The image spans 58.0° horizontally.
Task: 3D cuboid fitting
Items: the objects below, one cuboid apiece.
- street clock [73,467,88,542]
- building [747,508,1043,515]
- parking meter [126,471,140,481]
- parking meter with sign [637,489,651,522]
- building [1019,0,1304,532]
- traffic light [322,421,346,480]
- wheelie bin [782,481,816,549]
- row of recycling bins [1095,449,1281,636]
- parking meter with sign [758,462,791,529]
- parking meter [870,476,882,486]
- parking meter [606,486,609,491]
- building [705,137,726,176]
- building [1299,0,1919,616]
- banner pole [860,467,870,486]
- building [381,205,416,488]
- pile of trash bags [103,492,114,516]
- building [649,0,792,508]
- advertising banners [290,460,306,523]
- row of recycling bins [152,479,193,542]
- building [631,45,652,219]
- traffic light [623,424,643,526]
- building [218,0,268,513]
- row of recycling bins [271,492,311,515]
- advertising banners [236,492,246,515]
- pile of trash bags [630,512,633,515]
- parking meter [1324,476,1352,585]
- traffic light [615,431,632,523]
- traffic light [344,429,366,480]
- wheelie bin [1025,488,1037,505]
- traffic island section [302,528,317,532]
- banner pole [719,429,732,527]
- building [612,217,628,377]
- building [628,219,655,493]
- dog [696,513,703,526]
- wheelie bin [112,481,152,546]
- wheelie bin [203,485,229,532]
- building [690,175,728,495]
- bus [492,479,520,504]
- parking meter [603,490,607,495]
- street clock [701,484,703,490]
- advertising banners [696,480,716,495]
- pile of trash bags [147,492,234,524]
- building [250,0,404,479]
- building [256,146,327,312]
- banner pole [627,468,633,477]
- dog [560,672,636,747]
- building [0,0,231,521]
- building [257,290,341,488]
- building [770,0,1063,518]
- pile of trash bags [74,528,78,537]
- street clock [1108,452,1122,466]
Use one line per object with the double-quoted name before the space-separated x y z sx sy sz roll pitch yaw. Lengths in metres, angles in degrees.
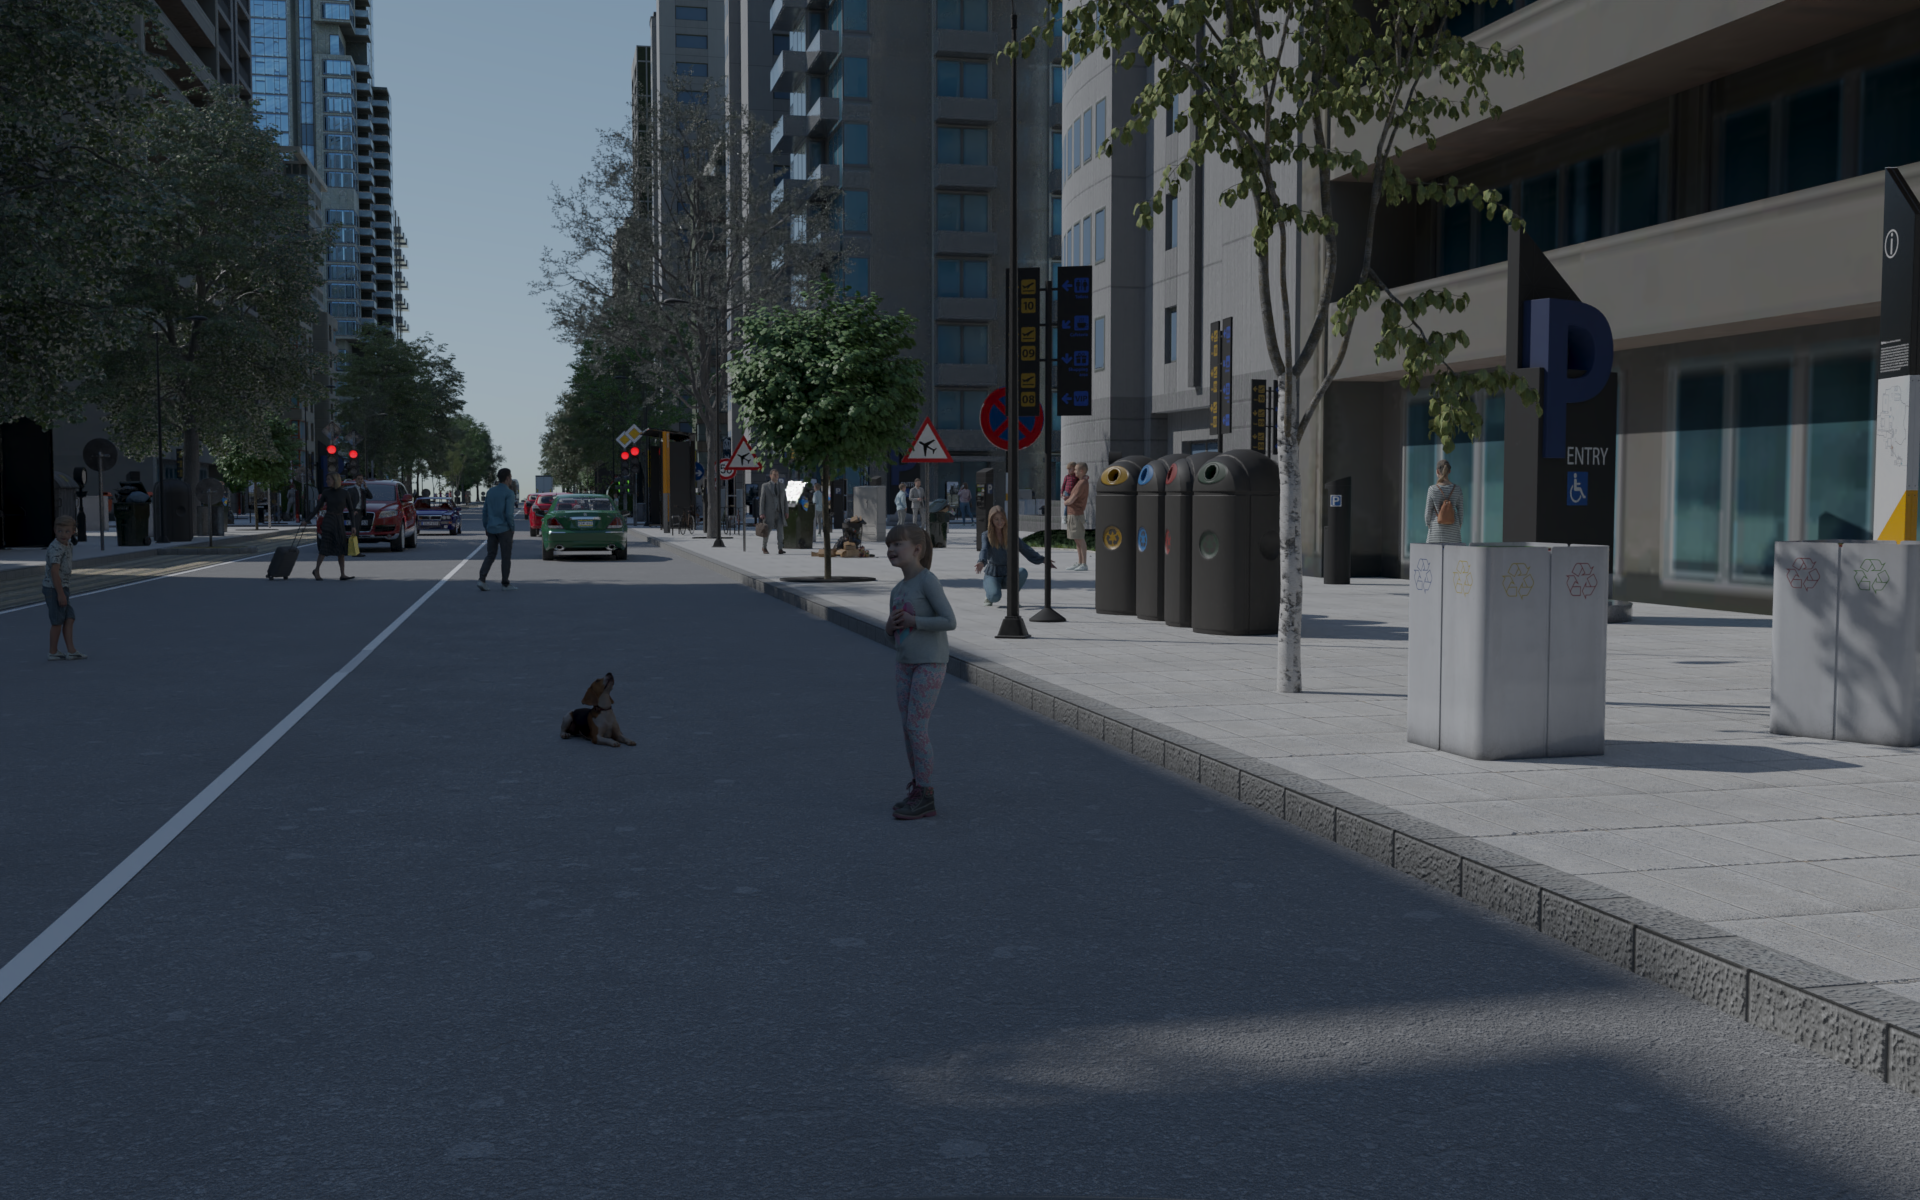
"street clock" -23.613 -2.566 46.530 0.358 2.002 0.471 -1 4 -12
"building" -7.821 -36.343 136.212 21.231 58.520 28.212 -1 4 -14
"parking meter" -21.247 -2.375 44.548 0.255 1.863 0.399 -3 5 -41
"parking meter with sign" -14.071 -5.112 79.843 1.738 3.016 0.543 1 4 12
"building" 13.862 -31.109 50.624 21.231 58.520 28.212 -1 4 -14
"traffic light" -24.051 -4.745 66.505 0.839 4.253 0.868 -1 4 -14
"wheelie bin" -3.815 -2.003 40.650 0.980 1.594 0.693 3 5 39
"row of recycling bins" 2.282 -0.625 17.331 1.069 1.692 3.534 -1 4 -15
"parking meter with sign" -6.773 -4.123 63.668 0.543 3.016 1.738 -3 5 -45
"parking meter" -2.725 -3.071 55.920 0.255 1.863 0.399 2 4 28
"parking meter" -27.433 -7.802 133.268 0.399 1.863 0.255 3 5 44
"building" -13.685 -29.940 181.407 32.217 40.220 23.993 -1 4 -14
"building" 18.152 -24.126 18.168 21.300 48.544 21.600 -1 4 -14
"banner pole" -4.747 -5.849 85.648 0.863 3.779 0.401 3 5 41
"building" -99.836 -40.163 276.266 23.786 49.044 30.456 -1 4 -14
"pile of trash bags" -40.121 -4.197 78.368 3.447 1.369 1.912 -1 4 -8
"building" -25.731 -40.559 205.130 21.231 58.520 28.212 -1 4 -14
"advertising banners" -29.472 -4.944 77.029 0.090 3.025 2.074 -3 5 -40
"row of recycling bins" -21.776 -2.496 47.922 1.069 1.692 3.534 -1 4 -23
"building" -43.592 -51.330 277.491 20.563 71.187 20.611 -1 4 -14
"traffic light" -13.015 -4.910 69.200 0.839 4.253 0.868 -1 4 -14
"building" -59.046 -41.794 121.584 20.563 71.187 20.611 -1 4 -14
"row of recycling bins" -41.750 -6.187 108.269 3.534 1.692 1.069 2 4 25
"advertising banners" -43.932 -6.687 105.524 0.090 3.025 2.074 0 4 -4
"pile of trash bags" -20.081 -5.734 103.503 1.912 1.369 3.447 -1 4 -10
"parking meter" 5.374 -0.993 24.653 0.372 1.533 0.369 0 3 0
"traffic light" -14.906 -5.385 76.959 0.839 4.253 0.868 -1 4 -14
"traffic light" -25.941 -5.220 74.264 0.839 4.253 0.868 -1 4 -14
"wheelie bin" 3.426 -4.848 87.180 0.693 1.594 0.980 -2 4 -27
"traffic island section" -24.092 -2.712 66.630 2.009 0.180 2.903 -1 4 -14
"banner pole" -9.078 -4.690 66.705 0.863 3.779 0.401 3 4 38
"building" -48.540 -41.282 298.661 21.300 48.544 21.600 -1 4 -14
"building" -42.543 -35.217 259.393 14.154 41.232 14.086 -1 4 -14
"dog" -10.391 -3.229 69.628 0.406 0.507 0.540 1 4 9
"wheelie bin" -20.381 -2.125 42.659 0.980 1.594 0.693 1 4 15
"wheelie bin" -25.084 -3.084 58.338 0.980 1.594 0.693 0 4 3
"building" -18.031 -23.795 160.746 14.160 30.474 14.107 -1 4 -14
"bus" -53.658 -12.855 205.038 2.948 3.499 13.247 -1 4 -13
"parking meter" -25.392 -7.110 124.654 0.372 1.533 0.369 0 3 0
"street clock" -18.222 -7.267 123.383 0.471 2.002 0.358 3 5 43
"advertising banners" -18.939 -8.171 129.783 2.074 3.025 0.090 0 4 -6
"pile of trash bags" -32.569 -3.875 73.113 3.447 1.369 1.912 -2 4 -35
"building" -90.983 -57.066 245.706 22.319 86.520 31.000 -1 4 -14
"building" -80.043 -29.890 180.585 32.217 40.220 23.993 -1 4 -14
"banner pole" -23.565 -8.186 123.864 0.401 3.779 0.863 2 4 34
"dog" -2.091 0.614 10.156 0.550 0.427 0.748 0 4 5
"building" -51.005 -28.415 88.287 21.300 48.544 21.600 -1 4 -14
"building" -72.087 -19.014 155.921 27.650 21.520 28.899 -1 4 -14
"building" 3.947 -29.575 103.156 30.456 49.044 23.786 -1 4 -14
"pile of trash bags" -28.446 -2.603 52.316 3.447 1.369 1.912 -1 4 -18
"street clock" 2.649 -1.531 29.606 0.358 2.002 0.471 0 4 4
